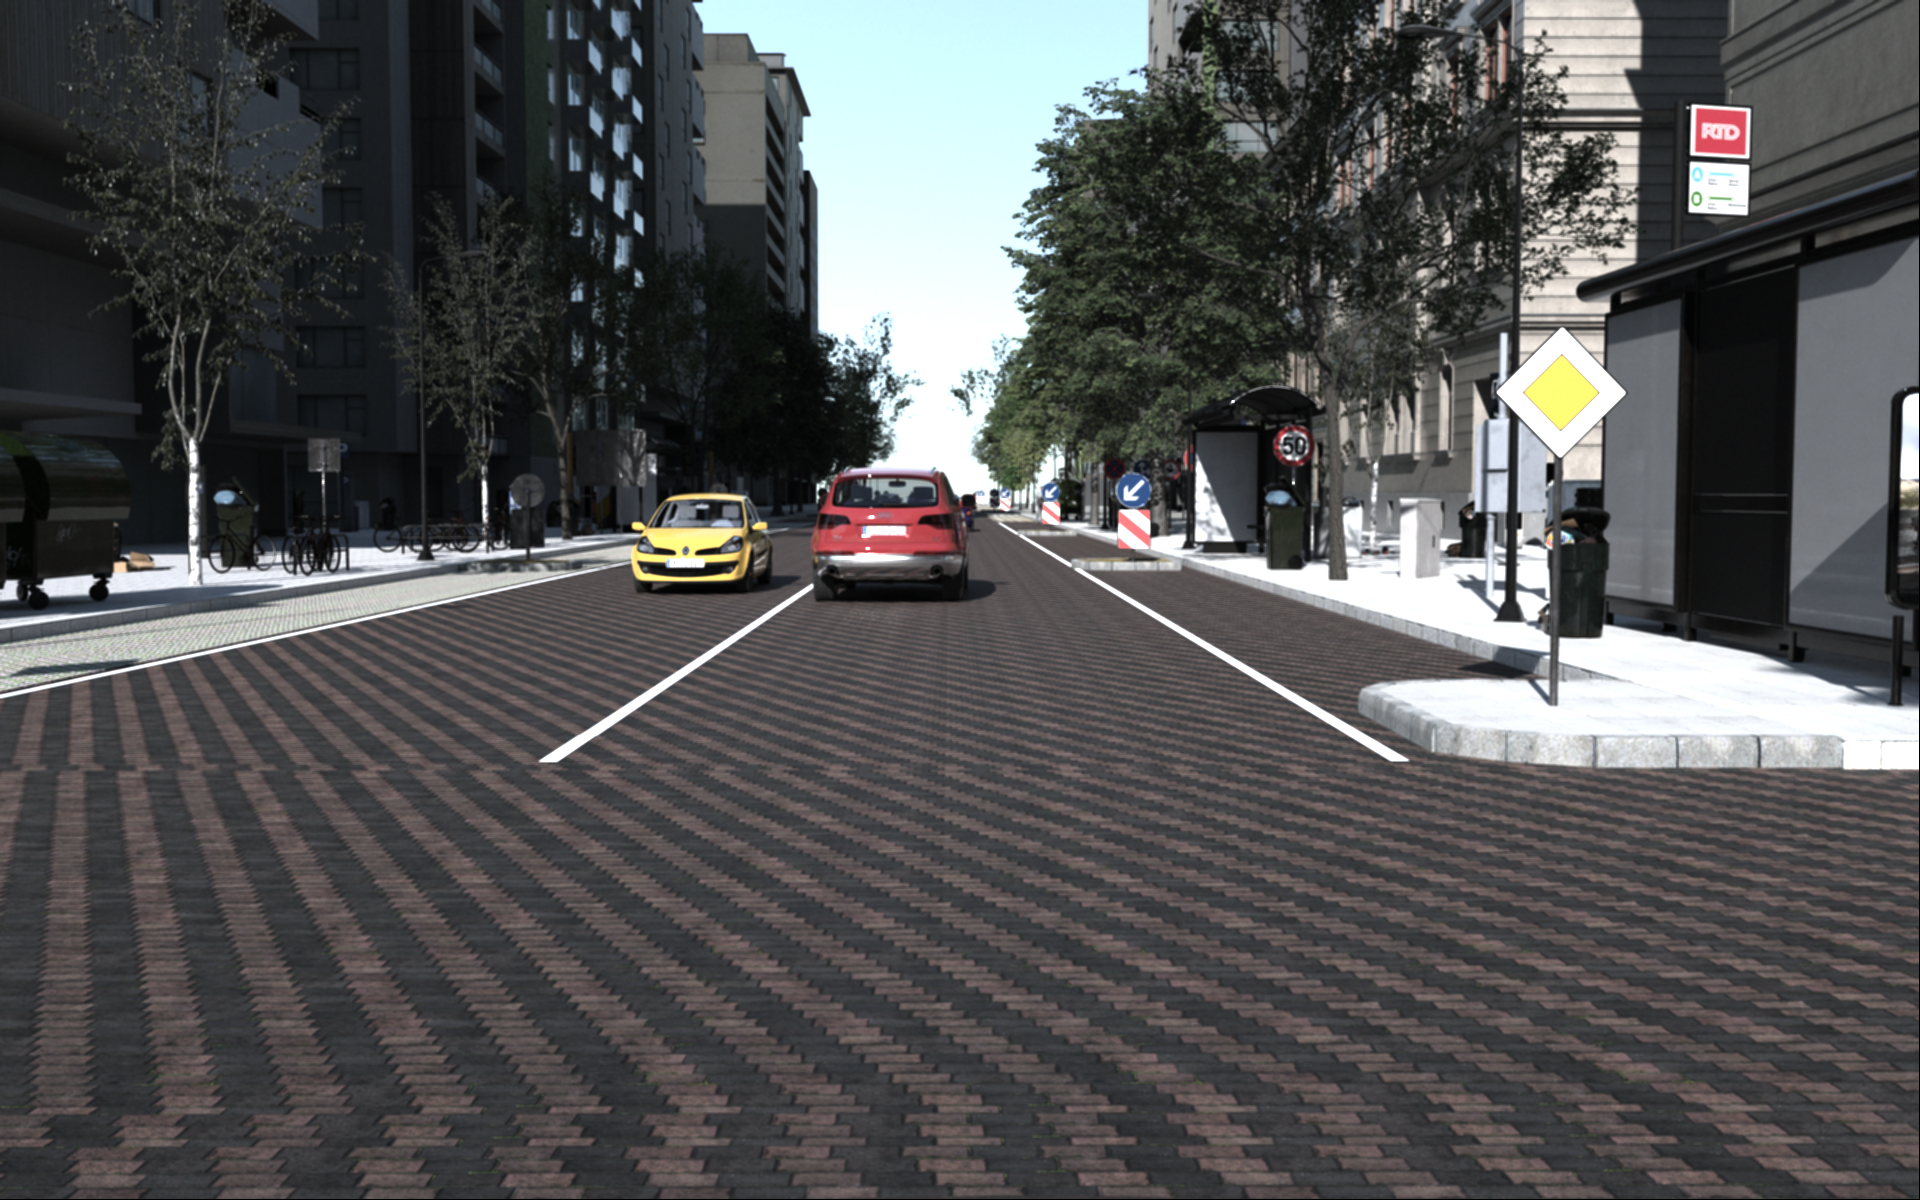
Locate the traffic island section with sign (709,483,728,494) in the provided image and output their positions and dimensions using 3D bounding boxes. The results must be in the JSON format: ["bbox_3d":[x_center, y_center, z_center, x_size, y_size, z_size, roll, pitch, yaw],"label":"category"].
[{"bbox_3d":[-8.401,-3.157,60.246,1.989,1.847,2.006,0,4,0],"label":"traffic island section with sign"}]

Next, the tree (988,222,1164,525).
[{"bbox_3d":[5.411,-9.373,71.367,7.486,12.596,7.792,0,3,0],"label":"tree"}]

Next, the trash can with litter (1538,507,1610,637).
[{"bbox_3d":[5.510,-0.270,15.796,0.624,1.170,1.055,0,4,3],"label":"trash can with litter"}]

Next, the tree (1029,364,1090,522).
[{"bbox_3d":[5.536,-7.916,79.793,4.360,8.622,3.978,0,3,0],"label":"tree"}]

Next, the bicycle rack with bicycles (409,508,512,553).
[{"bbox_3d":[-11.458,-1.524,38.303,2.925,0.926,2.852,-1,4,-10],"label":"bicycle rack with bicycles"}]

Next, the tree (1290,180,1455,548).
[{"bbox_3d":[9.876,-5.563,41.316,4.360,8.622,3.978,0,3,0],"label":"tree"}]

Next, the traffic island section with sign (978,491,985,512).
[{"bbox_3d":[2.598,-7.858,137.109,1.989,1.847,2.006,0,4,0],"label":"traffic island section with sign"}]

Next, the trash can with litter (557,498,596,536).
[{"bbox_3d":[-11.756,-2.550,53.075,0.624,1.170,1.055,3,5,42],"label":"trash can with litter"}]

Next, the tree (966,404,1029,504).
[{"bbox_3d":[5.176,-19.510,229.361,12.009,13.543,11.850,0,3,0],"label":"tree"}]

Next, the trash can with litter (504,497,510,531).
[{"bbox_3d":[-15.404,-3.011,60.616,1.055,1.170,0.624,-1,4,-18],"label":"trash can with litter"}]

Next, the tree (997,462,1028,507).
[{"bbox_3d":[5.436,-11.575,172.963,4.285,4.588,4.351,0,3,0],"label":"tree"}]

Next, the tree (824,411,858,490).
[{"bbox_3d":[-10.741,-11.955,145.826,4.360,8.622,3.978,0,3,0],"label":"tree"}]

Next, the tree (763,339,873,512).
[{"bbox_3d":[-11.083,-12.604,124.198,7.486,12.596,7.792,0,3,0],"label":"tree"}]

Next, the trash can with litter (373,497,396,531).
[{"bbox_3d":[-20.155,-3.003,60.491,1.055,1.170,0.624,3,5,40],"label":"trash can with litter"}]

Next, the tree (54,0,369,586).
[{"bbox_3d":[-10.586,-4.518,24.234,4.360,8.622,3.978,0,3,0],"label":"tree"}]

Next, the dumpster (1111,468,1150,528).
[{"bbox_3d":[6.501,-3.816,64.884,1.502,2.255,1.985,0,4,0],"label":"dumpster"}]

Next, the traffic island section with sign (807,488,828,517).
[{"bbox_3d":[-8.679,-6.212,110.200,1.989,1.847,2.006,0,4,0],"label":"traffic island section with sign"}]

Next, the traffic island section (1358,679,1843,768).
[{"bbox_3d":[3.617,0.720,10.512,2.009,0.180,2.903,0,4,0],"label":"traffic island section"}]

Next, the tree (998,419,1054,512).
[{"bbox_3d":[5.675,-11.986,146.331,4.737,8.622,4.395,0,3,0],"label":"tree"}]

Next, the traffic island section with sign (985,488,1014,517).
[{"bbox_3d":[2.744,-6.205,110.071,1.989,1.847,2.006,0,4,0],"label":"traffic island section with sign"}]

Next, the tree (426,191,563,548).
[{"bbox_3d":[-11.606,-5.559,41.255,4.360,8.622,3.978,0,3,0],"label":"tree"}]

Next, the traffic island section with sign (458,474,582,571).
[{"bbox_3d":[-8.253,-1.477,32.781,1.989,1.847,2.006,0,4,0],"label":"traffic island section with sign"}]

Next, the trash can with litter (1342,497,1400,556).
[{"bbox_3d":[8.672,-1.585,36.973,2.233,1.210,1.678,-2,4,-32],"label":"trash can with litter"}]

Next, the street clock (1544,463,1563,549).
[{"bbox_3d":[13.729,-2.182,40.241,0.358,2.002,0.471,-3,4,-36],"label":"street clock"}]

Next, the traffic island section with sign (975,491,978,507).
[{"bbox_3d":[2.298,-11.239,192.386,1.989,1.847,2.006,0,4,0],"label":"traffic island section with sign"}]

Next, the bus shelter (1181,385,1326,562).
[{"bbox_3d":[5.815,-2.507,34.913,2.014,3.302,5.546,0,4,0],"label":"bus shelter"}]

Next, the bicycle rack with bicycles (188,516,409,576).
[{"bbox_3d":[-11.125,-0.923,28.470,2.852,0.926,2.925,1,4,8],"label":"bicycle rack with bicycles"}]

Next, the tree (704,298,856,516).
[{"bbox_3d":[-10.827,-11.264,101.180,9.611,12.733,9.660,0,3,0],"label":"tree"}]

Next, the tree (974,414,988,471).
[{"bbox_3d":[5.274,-16.349,185.437,7.486,12.596,7.792,0,3,0],"label":"tree"}]

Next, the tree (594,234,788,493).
[{"bbox_3d":[-10.770,-8.869,70.771,9.928,11.665,9.643,0,3,0],"label":"tree"}]

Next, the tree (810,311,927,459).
[{"bbox_3d":[-9.821,-19.747,178.745,12.611,20.169,13.585,0,3,0],"label":"tree"}]

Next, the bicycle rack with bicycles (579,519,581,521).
[{"bbox_3d":[-18.902,-4.079,80.073,2.925,0.926,2.852,0,4,-5],"label":"bicycle rack with bicycles"}]

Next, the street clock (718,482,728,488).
[{"bbox_3d":[-11.430,-4.834,83.613,0.471,2.002,0.358,0,4,-6],"label":"street clock"}]

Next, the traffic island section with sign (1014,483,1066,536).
[{"bbox_3d":[3.019,-3.164,60.365,1.989,1.847,2.006,0,4,0],"label":"traffic island section with sign"}]

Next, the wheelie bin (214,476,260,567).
[{"bbox_3d":[-12.741,-1.383,30.525,0.693,1.594,0.980,-1,4,-16],"label":"wheelie bin"}]

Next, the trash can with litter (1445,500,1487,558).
[{"bbox_3d":[10.201,-1.446,35.022,0.624,1.170,1.055,-1,4,-21],"label":"trash can with litter"}]

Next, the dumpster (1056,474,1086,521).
[{"bbox_3d":[5.291,-4.979,83.900,1.502,2.255,1.985,0,4,0],"label":"dumpster"}]

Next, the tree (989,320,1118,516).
[{"bbox_3d":[6.235,-10.616,99.333,9.928,11.665,9.643,0,3,0],"label":"tree"}]

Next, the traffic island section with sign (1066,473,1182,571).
[{"bbox_3d":[3.164,-1.516,33.410,1.989,1.847,2.006,0,4,0],"label":"traffic island section with sign"}]

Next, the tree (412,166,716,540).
[{"bbox_3d":[-11.123,-6.997,48.807,8.767,10.594,7.601,-1,4,-14],"label":"tree"}]

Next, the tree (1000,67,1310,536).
[{"bbox_3d":[6.108,-8.910,52.337,9.857,13.997,8.962,0,3,0],"label":"tree"}]

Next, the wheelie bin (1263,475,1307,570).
[{"bbox_3d":[5.525,-1.324,29.563,0.693,1.594,0.980,0,4,3],"label":"wheelie bin"}]

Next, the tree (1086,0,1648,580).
[{"bbox_3d":[5.769,-5.596,25.905,8.767,10.594,7.601,1,4,15],"label":"tree"}]

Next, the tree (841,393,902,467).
[{"bbox_3d":[-11.282,-17.978,204.314,12.009,13.543,11.850,0,3,0],"label":"tree"}]

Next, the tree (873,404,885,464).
[{"bbox_3d":[-10.523,-14.922,162.093,7.486,12.596,7.792,0,3,0],"label":"tree"}]

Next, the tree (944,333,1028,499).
[{"bbox_3d":[4.330,-21.440,206.436,12.611,20.169,13.585,0,3,0],"label":"tree"}]
